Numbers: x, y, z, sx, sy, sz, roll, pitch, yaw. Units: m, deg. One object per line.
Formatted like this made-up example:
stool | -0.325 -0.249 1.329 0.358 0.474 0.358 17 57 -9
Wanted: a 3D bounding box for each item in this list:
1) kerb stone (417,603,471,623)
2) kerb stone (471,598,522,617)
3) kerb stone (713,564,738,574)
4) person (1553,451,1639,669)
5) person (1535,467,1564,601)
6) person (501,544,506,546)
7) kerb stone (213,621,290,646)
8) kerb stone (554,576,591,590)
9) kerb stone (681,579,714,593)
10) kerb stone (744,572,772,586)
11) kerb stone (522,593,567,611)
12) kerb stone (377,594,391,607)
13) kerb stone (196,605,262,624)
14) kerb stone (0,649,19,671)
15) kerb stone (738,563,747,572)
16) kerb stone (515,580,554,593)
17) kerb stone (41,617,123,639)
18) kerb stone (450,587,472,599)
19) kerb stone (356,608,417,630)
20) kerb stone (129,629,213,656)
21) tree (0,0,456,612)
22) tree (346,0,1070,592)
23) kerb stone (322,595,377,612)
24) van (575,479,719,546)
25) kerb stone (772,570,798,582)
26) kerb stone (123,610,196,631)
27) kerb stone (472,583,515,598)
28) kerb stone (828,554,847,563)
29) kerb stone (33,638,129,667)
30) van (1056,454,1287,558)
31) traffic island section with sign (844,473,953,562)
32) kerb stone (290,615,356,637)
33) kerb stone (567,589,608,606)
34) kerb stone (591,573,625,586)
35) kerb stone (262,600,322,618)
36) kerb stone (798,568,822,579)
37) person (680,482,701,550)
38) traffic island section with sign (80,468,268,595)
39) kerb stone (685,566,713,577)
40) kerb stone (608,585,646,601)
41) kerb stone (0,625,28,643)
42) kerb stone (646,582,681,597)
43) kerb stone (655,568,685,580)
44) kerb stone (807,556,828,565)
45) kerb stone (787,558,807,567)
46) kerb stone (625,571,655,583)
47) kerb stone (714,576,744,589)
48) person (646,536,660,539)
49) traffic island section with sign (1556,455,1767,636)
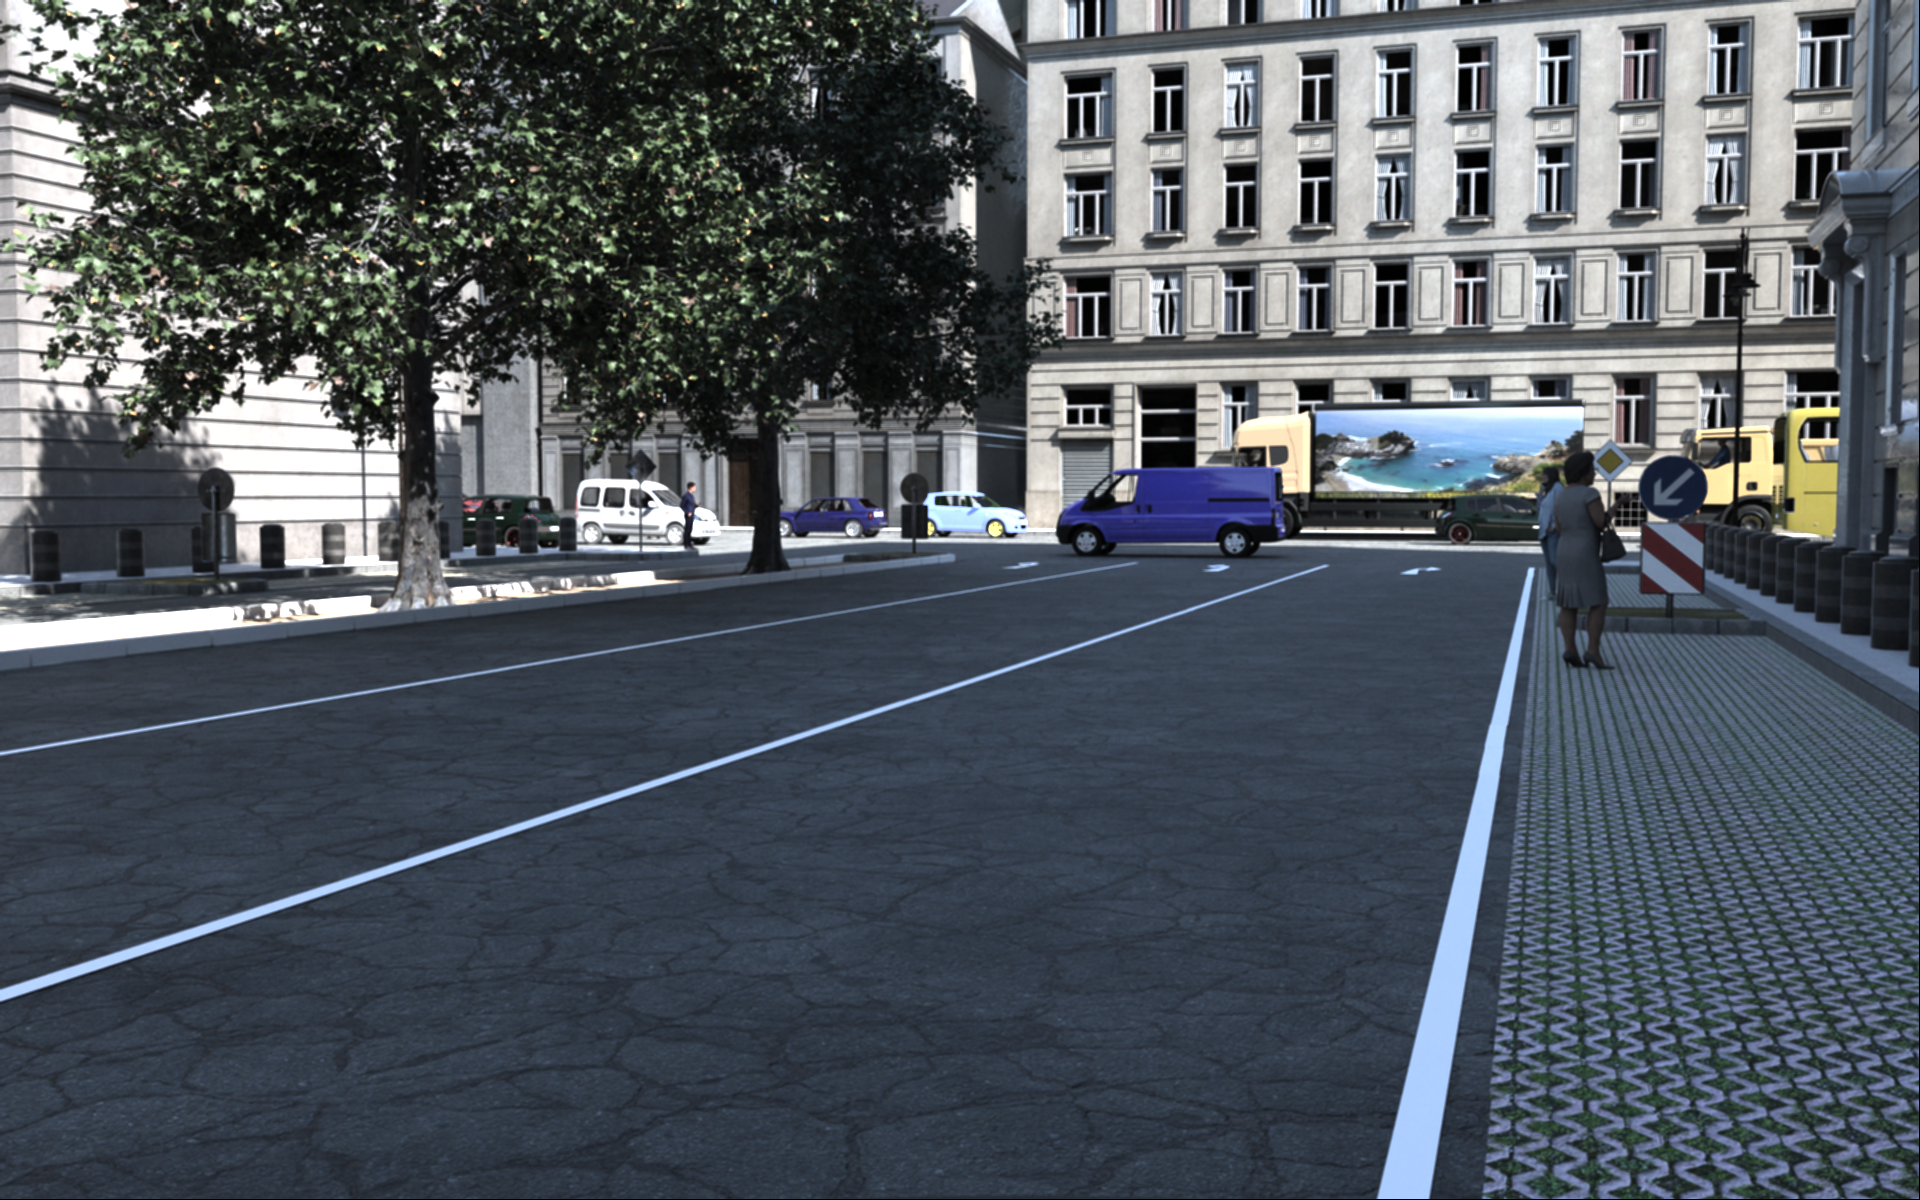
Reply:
kerb stone | -5.935 0.152 19.708 0.120 0.150 1.000 1 4 19
kerb stone | -5.599 0.095 20.686 0.120 0.150 1.000 1 4 19
kerb stone | -4.301 -0.543 31.082 0.120 0.150 1.000 1 4 19
person | 5.203 -0.323 14.144 0.532 1.782 0.716 -1 4 -21
person | 7.949 -0.877 23.099 0.793 1.790 0.793 -3 4 -36
person | -12.563 -1.933 48.033 0.347 0.859 0.695 -1 4 -19
kerb stone | -6.919 0.331 16.792 0.120 0.150 1.000 1 4 19
kerb stone | -5.943 -0.246 26.212 0.120 0.150 1.000 1 4 19
kerb stone | -3.945 -0.206 25.561 0.120 0.150 1.000 1 4 19
kerb stone | -3.296 -0.321 27.507 0.120 0.150 1.000 1 4 19
kerb stone | -5.271 0.033 21.657 0.120 0.150 1.000 1 4 19
kerb stone | -7.265 -0.008 22.327 0.120 0.150 1.000 1 4 19
kerb stone | -8.249 0.170 19.410 0.120 0.150 1.000 1 4 19
kerb stone | -7.908 0.510 13.867 0.120 0.150 1.000 1 4 19
kerb stone | -3.972 -0.601 32.053 0.120 0.150 1.000 1 4 19
kerb stone | -6.284 -0.186 25.242 0.120 0.150 1.000 1 4 19
kerb stone | -8.911 0.289 17.468 0.120 0.150 1.000 1 4 19
kerb stone | -6.942 -0.068 23.300 0.120 0.150 1.000 1 4 19
kerb stone | -6.264 0.212 18.735 0.120 0.150 1.000 1 4 19
kerb stone | -7.259 0.390 15.818 0.120 0.150 1.000 1 4 19
tree | -6.480 -6.191 20.682 9.611 12.733 9.660 0 3 0
tree | -3.302 -6.751 29.841 9.611 12.733 9.660 0 3 0
kerb stone | -7.596 0.057 21.357 0.120 0.150 1.000 1 4 19
van | -8.867 -2.577 49.152 4.112 2.044 2.013 1 4 19
kerb stone | -2.967 -0.384 28.479 0.120 0.150 1.000 1 4 19
kerb stone | -8.578 0.230 18.439 0.120 0.150 1.000 1 4 19
kerb stone | -6.607 -0.126 24.269 0.120 0.150 1.000 1 4 19
kerb stone | -2.650 -0.841 35.948 0.120 0.150 1.000 1 4 19
kerb stone | -7.582 0.450 14.839 0.120 0.150 1.000 1 4 19
van | 4.837 -2.177 39.972 5.245 2.365 2.240 1 4 17
traffic island section with sign | -1.182 -1.762 36.944 2.006 1.907 1.989 1 4 19
kerb stone | -6.595 0.272 17.765 0.120 0.150 1.000 1 4 19
kerb stone | -4.945 -0.027 22.629 0.120 0.150 1.000 1 4 19
kerb stone | -5.610 -0.305 27.182 0.120 0.150 1.000 1 4 19
kerb stone | -7.921 0.111 20.384 0.120 0.150 1.000 1 4 19
kerb stone | -2.636 -0.442 29.455 0.120 0.150 1.000 1 4 19
person | -6.890 -2.157 44.476 0.504 1.737 0.576 0 4 4
traffic island section with sign | -11.325 -1.022 25.332 1.989 1.847 2.006 1 4 19
kerb stone | -4.625 -0.484 30.108 0.120 0.150 1.000 1 4 19
kerb stone | -4.615 -0.086 23.602 0.120 0.150 1.000 1 4 19
kerb stone | -9.242 0.349 16.497 0.120 0.150 1.000 1 4 19
kerb stone | -4.282 -0.145 24.574 0.120 0.150 1.000 1 4 19
kerb stone | -4.963 -0.424 29.129 0.120 0.150 1.000 1 4 19
kerb stone | -2.979 -0.772 34.971 0.120 0.150 1.000 1 4 19
kerb stone | -3.316 -0.720 33.998 0.120 0.150 1.000 1 4 19
kerb stone | -5.292 -0.365 28.158 0.120 0.150 1.000 1 4 19
kerb stone | -3.627 -0.261 26.537 0.120 0.150 1.000 1 4 19
person | -9.802 -2.743 55.403 0.516 1.574 0.319 -3 4 -37
traffic island section with sign | 7.468 -0.608 18.574 1.989 1.847 2.006 1 4 19
